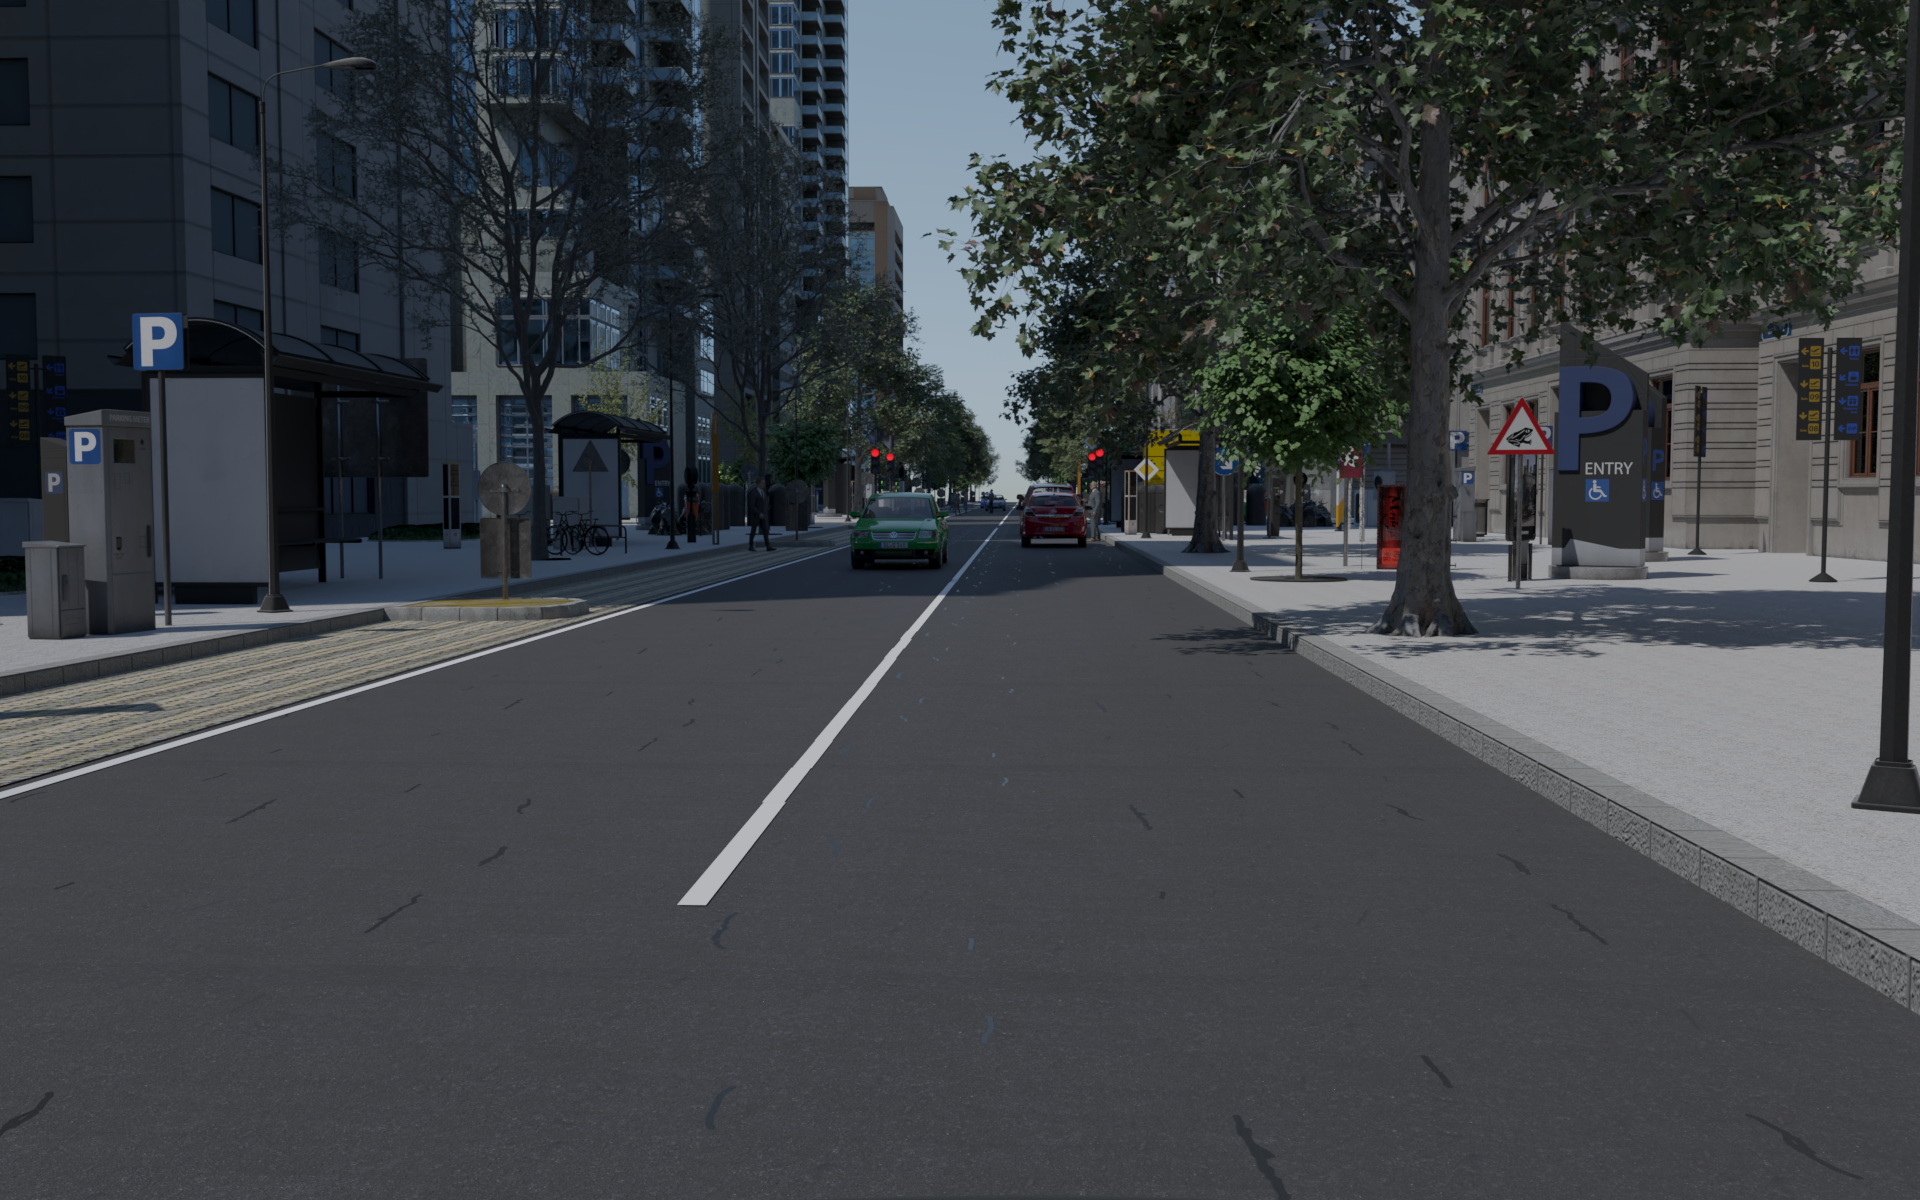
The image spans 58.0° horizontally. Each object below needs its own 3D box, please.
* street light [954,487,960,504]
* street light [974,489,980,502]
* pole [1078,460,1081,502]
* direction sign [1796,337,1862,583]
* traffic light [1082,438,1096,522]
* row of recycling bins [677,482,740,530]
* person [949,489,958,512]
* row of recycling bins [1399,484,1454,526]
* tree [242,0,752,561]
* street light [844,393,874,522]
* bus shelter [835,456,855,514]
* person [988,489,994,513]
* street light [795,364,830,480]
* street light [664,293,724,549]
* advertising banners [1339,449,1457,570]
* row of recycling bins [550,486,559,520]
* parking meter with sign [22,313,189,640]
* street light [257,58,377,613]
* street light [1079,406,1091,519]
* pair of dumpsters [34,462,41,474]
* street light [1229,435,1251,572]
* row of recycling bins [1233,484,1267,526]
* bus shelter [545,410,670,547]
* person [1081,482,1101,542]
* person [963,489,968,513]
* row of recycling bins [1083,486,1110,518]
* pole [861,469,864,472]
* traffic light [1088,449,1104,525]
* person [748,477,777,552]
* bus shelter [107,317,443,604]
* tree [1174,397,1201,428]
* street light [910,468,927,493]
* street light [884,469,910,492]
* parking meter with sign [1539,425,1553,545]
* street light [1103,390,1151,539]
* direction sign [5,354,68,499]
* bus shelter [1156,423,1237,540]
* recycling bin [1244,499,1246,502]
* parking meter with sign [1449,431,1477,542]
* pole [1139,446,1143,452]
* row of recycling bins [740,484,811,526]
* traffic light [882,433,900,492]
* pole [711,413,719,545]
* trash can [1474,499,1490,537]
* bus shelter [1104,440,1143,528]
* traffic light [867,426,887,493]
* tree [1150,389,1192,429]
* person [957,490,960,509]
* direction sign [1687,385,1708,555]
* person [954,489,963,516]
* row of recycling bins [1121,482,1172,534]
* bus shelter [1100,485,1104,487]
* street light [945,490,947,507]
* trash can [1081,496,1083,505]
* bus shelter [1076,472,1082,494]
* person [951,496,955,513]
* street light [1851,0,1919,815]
[{"bbox_3d":[-0.997,-12.566,177.991,1.470,5.913,1.316,0,4,2],"label":"street light"},{"bbox_3d":[2.166,-17.715,262.183,1.470,5.913,1.316,0,4,2],"label":"street light"},{"bbox_3d":[6.983,-6.582,101.458,0.158,3.312,0.155,0,3,0],"label":"pole"},{"bbox_3d":[12.595,-2.029,25.165,0.876,3.537,0.379,0,4,4],"label":"direction sign"},{"bbox_3d":[6.030,-5.539,79.477,0.839,4.253,0.868,0,4,2],"label":"traffic light"},{"bbox_3d":[-9.021,-3.316,61.329,1.069,1.692,3.534,1,4,14],"label":"row of recycling bins"},{"bbox_3d":[-0.532,-7.664,133.784,0.713,1.824,0.794,-1,4,-21],"label":"person"},{"bbox_3d":[19.110,-3.817,69.516,3.534,1.692,1.069,2,4,24],"label":"row of recycling bins"},{"bbox_3d":[-8.113,-7.501,33.013,12.009,13.543,11.850,0,3,0],"label":"tree"},{"bbox_3d":[-4.634,-6.566,79.890,1.470,5.913,1.316,0,4,2],"label":"street light"},{"bbox_3d":[-6.984,-7.165,108.430,1.731,3.624,6.357,0,4,2],"label":"bus shelter"},{"bbox_3d":[2.312,-7.384,129.412,0.473,1.802,0.592,2,4,23],"label":"person"},{"bbox_3d":[-5.321,-5.469,61.967,1.470,5.913,1.316,0,4,2],"label":"street light"},{"bbox_3d":[-6.148,-4.132,40.100,1.470,5.913,1.316,0,4,2],"label":"street light"},{"bbox_3d":[7.340,-2.024,29.287,2.074,3.025,0.090,1,4,9],"label":"advertising banners"},{"bbox_3d":[-20.955,-4.748,84.734,3.534,1.692,1.069,-2,4,-35],"label":"row of recycling bins"},{"bbox_3d":[-7.874,-1.207,15.988,0.543,3.016,1.738,1,4,11],"label":"parking meter with sign"},{"bbox_3d":[-6.905,-2.818,18.619,1.470,5.913,1.316,0,4,2],"label":"street light"},{"bbox_3d":[5.506,-6.046,71.398,1.470,5.913,1.316,0,4,2],"label":"street light"},{"bbox_3d":[-10.614,-1.278,23.385,1.574,2.255,4.437,0,4,2],"label":"pair of dumpsters"},{"bbox_3d":[4.084,-3.418,28.432,1.470,5.913,1.316,0,4,2],"label":"street light"},{"bbox_3d":[10.756,-3.896,70.814,3.534,1.692,1.069,1,4,10],"label":"row of recycling bins"},{"bbox_3d":[-8.941,-3.103,44.658,2.014,3.302,5.546,0,4,2],"label":"bus shelter"},{"bbox_3d":[3.985,-2.677,52.452,0.590,1.801,0.661,-1,4,-10],"label":"person"},{"bbox_3d":[0.414,-7.429,129.978,0.388,1.821,0.555,-2,4,-32],"label":"person"},{"bbox_3d":[7.814,-5.212,92.329,1.069,1.692,3.534,-2,4,-35],"label":"row of recycling bins"},{"bbox_3d":[-7.754,-8.833,138.262,0.158,3.312,0.155,0,3,0],"label":"pole"},{"bbox_3d":[5.730,-5.051,71.497,0.839,4.253,0.868,0,4,2],"label":"traffic light"},{"bbox_3d":[-4.918,-2.116,42.881,0.755,1.850,0.659,2,4,29],"label":"person"},{"bbox_3d":[-8.644,-1.754,22.599,2.014,3.302,5.546,0,4,2],"label":"bus shelter"},{"bbox_3d":[16.577,-10.688,125.116,4.737,8.622,4.395,0,3,0],"label":"tree"},{"bbox_3d":[-3.034,-9.218,123.253,1.470,5.913,1.316,0,4,2],"label":"street light"},{"bbox_3d":[-3.856,-7.904,101.774,1.470,5.913,1.316,0,4,2],"label":"street light"},{"bbox_3d":[15.078,-2.876,43.288,0.543,3.016,1.738,-1,4,-19],"label":"parking meter with sign"},{"bbox_3d":[4.842,-4.732,49.913,1.470,5.913,1.316,0,4,2],"label":"street light"},{"bbox_3d":[-15.032,-2.219,28.276,0.876,3.537,0.379,-3,4,-36],"label":"direction sign"},{"bbox_3d":[6.919,-3.458,50.465,2.014,3.302,5.546,0,4,2],"label":"bus shelter"},{"bbox_3d":[15.461,-4.877,92.293,0.722,1.027,0.722,-3,5,-43],"label":"recycling bin"},{"bbox_3d":[13.630,-3.096,46.880,0.543,3.016,1.738,0,4,2],"label":"parking meter with sign"},{"bbox_3d":[7.498,-4.764,71.728,0.158,3.312,0.155,0,3,0],"label":"pole"},{"bbox_3d":[-7.708,-3.812,69.435,3.534,1.692,1.069,-1,4,-23],"label":"row of recycling bins"},{"bbox_3d":[-3.176,-5.559,79.805,0.839,4.253,0.868,0,4,2],"label":"traffic light"},{"bbox_3d":[-6.190,-3.054,43.781,0.158,3.312,0.155,0,3,0],"label":"pole"},{"bbox_3d":[15.460,-2.455,51.793,0.748,1.137,0.748,0,3,0],"label":"trash can"},{"bbox_3d":[6.408,-4.264,63.643,2.014,3.302,5.546,0,4,2],"label":"bus shelter"},{"bbox_3d":[-3.475,-5.071,71.825,0.839,4.253,0.868,0,4,2],"label":"traffic light"},{"bbox_3d":[14.008,-10.256,118.054,4.360,8.622,3.978,0,3,0],"label":"tree"},{"bbox_3d":[-0.221,-9.384,161.951,0.705,1.821,1.348,0,4,-6],"label":"person"},{"bbox_3d":[15.566,-2.720,36.470,0.379,3.537,0.876,3,4,37],"label":"direction sign"},{"bbox_3d":[-0.115,-6.491,114.903,0.573,1.790,0.520,0,4,3],"label":"person"},{"bbox_3d":[6.264,-3.053,57.037,1.069,1.692,3.534,-1,4,-18],"label":"row of recycling bins"},{"bbox_3d":[9.384,-7.259,109.970,1.731,3.624,6.357,0,4,2],"label":"bus shelter"},{"bbox_3d":[-1.735,-11.236,156.253,1.470,5.913,1.316,0,4,2],"label":"street light"},{"bbox_3d":[8.587,-6.551,118.768,0.748,1.137,0.748,0,3,0],"label":"trash can"},{"bbox_3d":[11.042,-9.576,150.483,2.014,3.302,5.546,0,4,2],"label":"bus shelter"},{"bbox_3d":[-0.417,-7.122,127.537,0.503,1.515,0.523,-1,4,-15],"label":"person"},{"bbox_3d":[3.284,-2.105,6.952,1.470,5.913,1.316,0,4,2],"label":"street light"}]
